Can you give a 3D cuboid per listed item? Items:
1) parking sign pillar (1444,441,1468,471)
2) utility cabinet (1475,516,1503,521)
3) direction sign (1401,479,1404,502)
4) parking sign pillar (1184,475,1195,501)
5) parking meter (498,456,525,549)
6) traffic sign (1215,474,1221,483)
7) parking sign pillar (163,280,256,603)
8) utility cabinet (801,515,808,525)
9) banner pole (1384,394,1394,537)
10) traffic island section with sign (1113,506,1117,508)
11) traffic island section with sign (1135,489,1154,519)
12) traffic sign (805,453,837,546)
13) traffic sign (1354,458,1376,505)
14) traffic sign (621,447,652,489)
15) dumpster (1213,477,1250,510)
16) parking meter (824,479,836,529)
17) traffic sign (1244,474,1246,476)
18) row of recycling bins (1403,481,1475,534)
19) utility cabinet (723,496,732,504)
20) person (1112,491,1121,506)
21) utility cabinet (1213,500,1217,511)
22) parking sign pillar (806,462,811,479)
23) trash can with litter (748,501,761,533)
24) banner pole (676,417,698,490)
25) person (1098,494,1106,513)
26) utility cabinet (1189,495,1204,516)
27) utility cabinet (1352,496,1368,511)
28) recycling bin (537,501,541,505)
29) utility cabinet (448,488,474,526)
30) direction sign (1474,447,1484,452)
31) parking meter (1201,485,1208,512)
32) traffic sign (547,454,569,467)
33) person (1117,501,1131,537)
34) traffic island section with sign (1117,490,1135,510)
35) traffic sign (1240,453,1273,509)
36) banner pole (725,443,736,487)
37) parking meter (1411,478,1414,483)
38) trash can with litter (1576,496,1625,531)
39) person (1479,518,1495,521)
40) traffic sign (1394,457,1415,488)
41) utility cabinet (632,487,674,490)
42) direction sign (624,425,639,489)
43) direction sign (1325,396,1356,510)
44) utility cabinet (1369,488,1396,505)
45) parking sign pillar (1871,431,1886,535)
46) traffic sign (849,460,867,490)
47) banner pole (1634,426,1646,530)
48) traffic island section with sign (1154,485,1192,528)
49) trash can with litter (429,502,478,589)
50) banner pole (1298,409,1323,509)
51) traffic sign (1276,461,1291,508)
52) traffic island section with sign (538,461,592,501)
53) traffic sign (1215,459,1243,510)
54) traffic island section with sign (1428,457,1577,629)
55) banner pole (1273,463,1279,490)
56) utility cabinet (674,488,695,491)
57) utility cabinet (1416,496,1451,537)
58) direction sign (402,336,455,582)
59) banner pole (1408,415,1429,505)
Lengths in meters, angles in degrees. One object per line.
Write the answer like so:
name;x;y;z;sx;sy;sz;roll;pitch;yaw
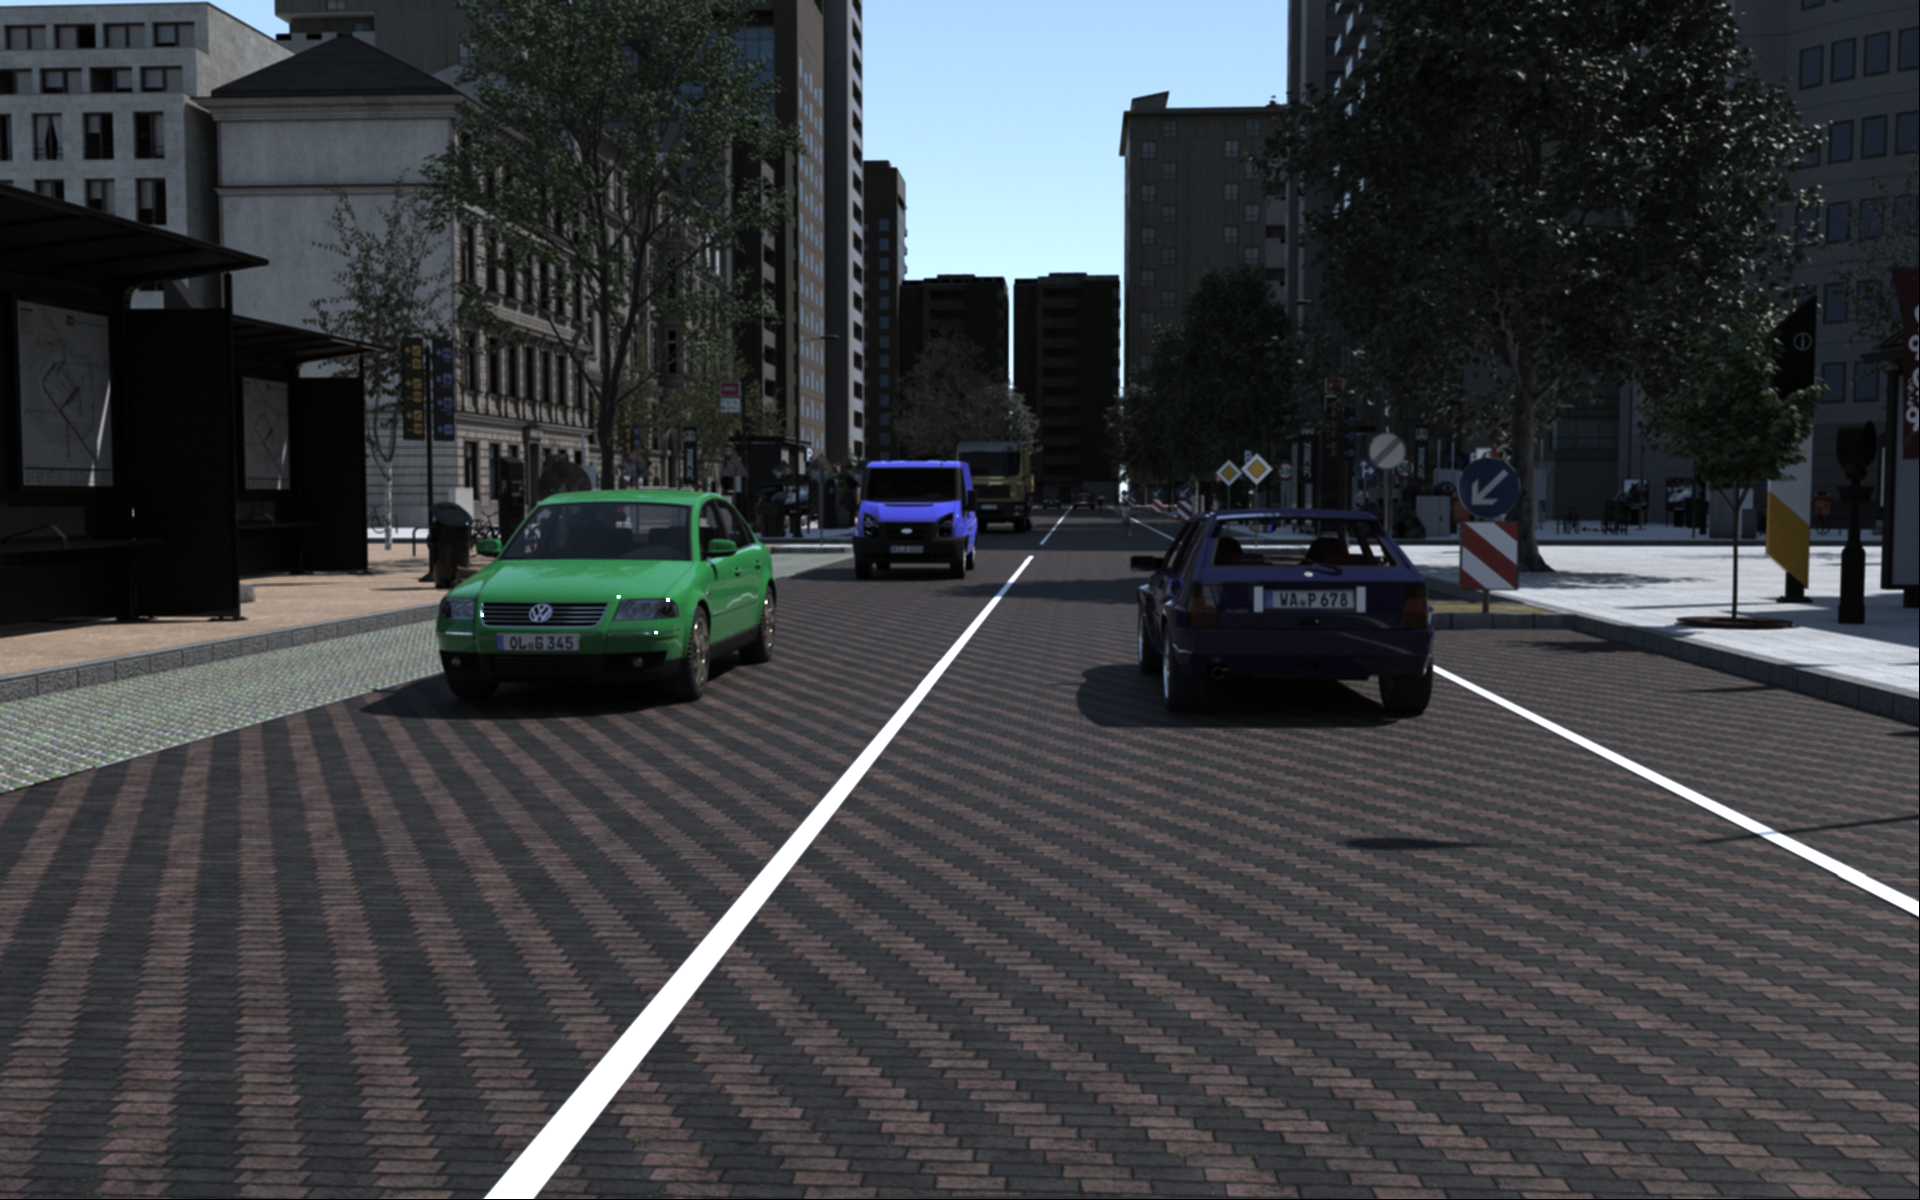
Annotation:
parking sign pillar;24.949;-6.030;87.062;1.447;3.967;1.447;-3;5;-42
utility cabinet;15.349;-2.498;49.518;1.173;1.500;0.318;3;4;37
direction sign;25.332;-6.559;99.229;0.379;3.537;0.876;0;4;4
parking sign pillar;16.034;-8.102;120.946;1.447;3.967;1.447;0;4;-8
parking meter;-6.914;-1.288;26.769;0.255;1.863;0.399;-3;5;-39
traffic sign;14.034;-5.674;92.881;0.768;2.556;0.104;1;4;9
parking sign pillar;-9.127;-1.953;20.411;1.447;3.967;1.447;3;5;42
utility cabinet;-6.726;-3.785;70.565;1.173;1.500;0.318;-3;5;-43
banner pole;9.555;-2.972;38.617;0.401;3.779;0.863;2;4;29
traffic island section with sign;16.878;-10.426;179.090;1.989;1.847;2.006;0;4;4
traffic island section with sign;11.413;-5.680;101.494;1.989;1.847;2.006;0;4;4
traffic sign;-3.425;-2.395;42.793;0.795;2.450;0.064;0;4;4
traffic sign;14.423;-3.767;61.691;0.768;2.556;0.104;1;4;8
traffic sign;-7.993;-2.547;42.823;0.795;2.450;0.064;1;4;9
dumpster;11.443;-4.296;72.739;1.502;2.255;1.985;0;4;4
parking meter;-4.760;-3.525;63.351;0.399;1.863;0.255;-3;5;-44
traffic sign;17.195;-6.340;103.759;0.768;2.556;0.104;1;4;10
row of recycling bins;16.186;-3.006;56.266;3.534;1.692;1.069;0;4;2
utility cabinet;-8.195;-2.941;59.245;0.306;1.237;1.020;2;4;27
person;17.994;-11.615;198.368;1.348;1.831;0.705;-2;4;-25
utility cabinet;14.958;-5.360;98.794;1.020;1.237;0.306;-1;4;-9
parking sign pillar;-8.532;-6.312;91.667;1.447;3.967;1.447;2;4;26
trash can with litter;-6.645;-2.828;57.621;0.624;1.170;1.055;2;4;34
banner pole;-8.955;-4.067;56.512;0.863;3.779;0.401;-2;4;-29
person;10.619;-7.208;129.542;0.628;1.438;0.799;0;4;3
utility cabinet;13.867;-5.517;101.366;0.306;1.237;1.020;-2;4;-35
utility cabinet;15.124;-3.340;65.776;0.306;1.237;1.020;-1;4;-14
recycling bin;-14.311;-2.942;60.662;0.722;1.027;0.722;3;4;38
utility cabinet;-17.517;-3.185;60.761;0.318;1.500;1.173;1;4;15
direction sign;25.095;-5.619;83.872;0.379;3.537;0.876;-1;4;-11
parking meter;16.558;-6.819;117.205;0.399;1.863;0.255;-1;4;-14
traffic sign;-10.234;-2.570;44.153;0.606;2.300;0.079;1;4;12
person;5.452;-2.686;57.437;0.505;1.210;0.382;1;4;15
traffic island section with sign;14.941;-8.743;151.571;1.989;1.847;2.006;0;4;4
traffic sign;7.191;-2.348;42.027;0.795;2.450;0.064;0;4;4
banner pole;-10.193;-5.338;77.290;0.863;3.779;0.401;2;4;34
parking meter;16.626;-3.511;63.109;0.255;1.863;0.399;-2;4;-34
trash can with litter;22.263;-3.005;60.182;2.233;1.210;1.678;-1;4;-12
person;13.408;-2.149;43.660;0.654;1.822;0.581;0;4;3
traffic sign;15.228;-3.620;59.294;0.768;2.556;0.104;1;4;10
utility cabinet;-9.226;-2.639;51.824;1.173;1.500;0.318;-3;5;-44
direction sign;-10.764;-3.968;56.868;0.379;3.537;0.876;1;4;22
direction sign;8.849;-2.955;40.313;0.379;3.537;0.876;-3;4;-37
utility cabinet;14.310;-3.061;58.723;0.318;1.500;1.173;-1;4;-19
parking sign pillar;29.277;-4.005;53.957;1.447;3.967;1.447;-1;4;-19
traffic sign;-2.864;-2.882;50.758;0.795;2.450;0.064;0;4;4
banner pole;24.302;-4.383;61.683;0.401;3.779;0.863;1;4;14
traffic island section with sign;9.509;-4.035;74.606;1.989;1.847;2.006;0;4;4
trash can with litter;-6.735;-0.737;23.437;0.624;1.170;1.055;-3;5;-42
banner pole;10.266;-3.696;50.453;0.863;3.779;0.401;0;4;-6
traffic sign;12.438;-4.047;66.270;0.768;2.556;0.104;1;4;9
traffic island section with sign;-4.716;-0.706;20.170;1.989;1.847;2.006;0;4;4
traffic sign;7.752;-2.835;49.992;0.795;2.450;0.064;0;4;4
traffic island section with sign;5.622;-0.657;19.367;1.989;1.847;2.006;0;4;4
banner pole;22.704;-8.157;123.382;0.863;3.779;0.401;2;4;25
utility cabinet;-10.256;-3.333;63.178;1.173;1.500;0.318;2;4;25
utility cabinet;14.183;-2.492;51.912;1.020;1.237;0.306;-1;4;-18
direction sign;-7.745;-2.037;25.299;0.379;3.537;0.876;2;4;35
banner pole;14.459;-3.967;54.871;0.863;3.779;0.401;-1;4;-9
